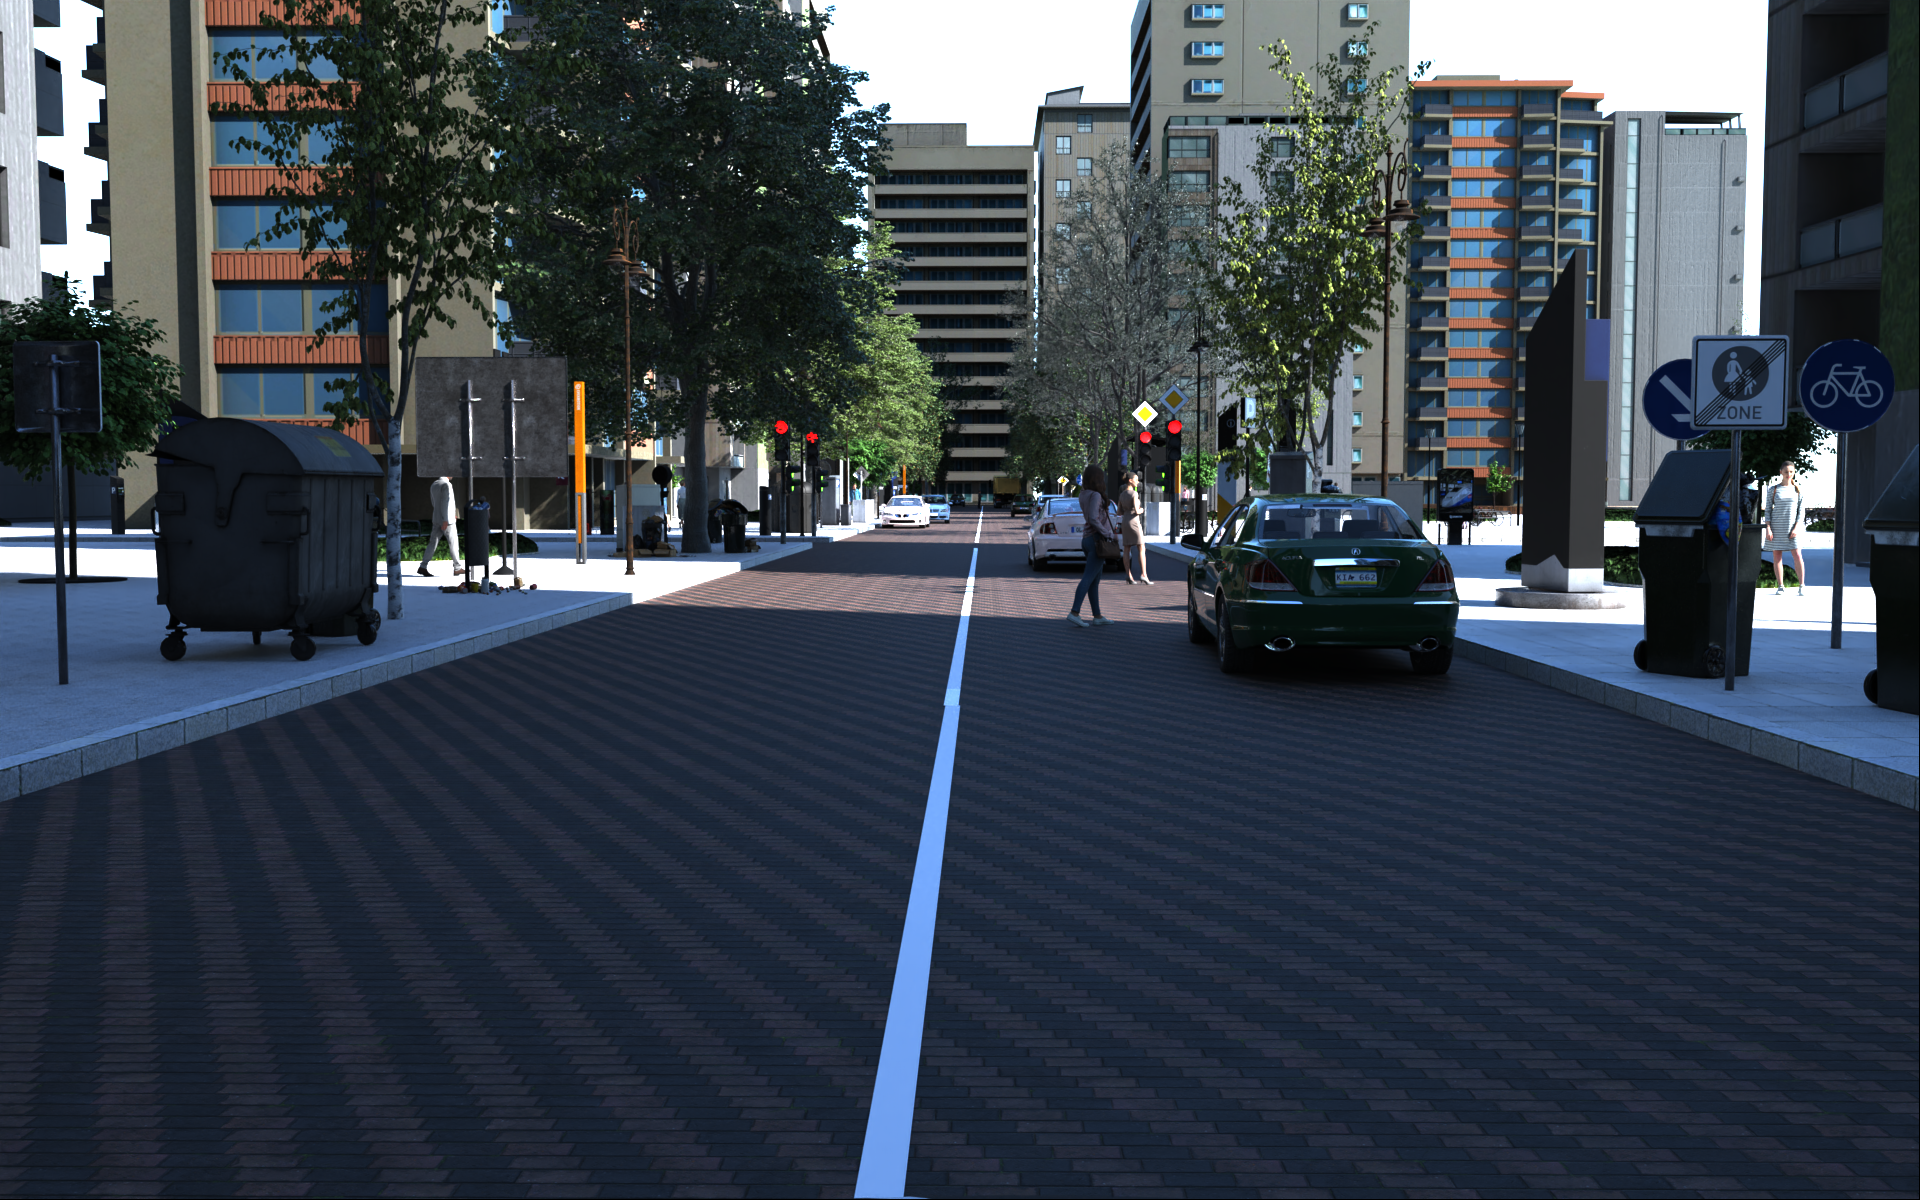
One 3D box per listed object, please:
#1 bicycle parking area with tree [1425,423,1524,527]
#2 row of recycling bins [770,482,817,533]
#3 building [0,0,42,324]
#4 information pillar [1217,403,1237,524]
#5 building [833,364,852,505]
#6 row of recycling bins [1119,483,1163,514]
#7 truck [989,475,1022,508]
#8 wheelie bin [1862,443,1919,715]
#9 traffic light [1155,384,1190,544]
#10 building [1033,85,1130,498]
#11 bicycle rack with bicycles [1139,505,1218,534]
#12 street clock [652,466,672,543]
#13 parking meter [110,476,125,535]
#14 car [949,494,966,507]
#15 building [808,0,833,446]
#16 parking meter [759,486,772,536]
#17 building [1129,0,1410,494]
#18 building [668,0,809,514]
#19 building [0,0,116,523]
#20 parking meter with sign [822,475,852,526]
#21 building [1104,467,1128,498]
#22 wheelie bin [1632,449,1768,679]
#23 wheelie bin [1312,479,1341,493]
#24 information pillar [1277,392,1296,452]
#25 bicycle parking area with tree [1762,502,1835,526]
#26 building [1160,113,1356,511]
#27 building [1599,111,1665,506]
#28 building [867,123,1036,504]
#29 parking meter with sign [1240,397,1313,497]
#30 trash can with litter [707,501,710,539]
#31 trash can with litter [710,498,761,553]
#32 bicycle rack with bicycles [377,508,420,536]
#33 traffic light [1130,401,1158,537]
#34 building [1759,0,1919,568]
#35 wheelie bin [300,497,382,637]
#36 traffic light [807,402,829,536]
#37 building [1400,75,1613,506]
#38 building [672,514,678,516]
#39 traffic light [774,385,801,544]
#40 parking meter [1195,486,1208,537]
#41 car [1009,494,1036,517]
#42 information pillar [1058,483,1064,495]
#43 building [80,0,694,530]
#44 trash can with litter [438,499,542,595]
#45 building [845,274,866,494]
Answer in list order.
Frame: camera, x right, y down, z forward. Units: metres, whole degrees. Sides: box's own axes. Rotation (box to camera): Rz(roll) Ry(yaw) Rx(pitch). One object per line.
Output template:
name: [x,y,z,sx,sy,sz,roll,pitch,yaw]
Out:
bicycle parking area with tree: [21.227,-5.210,72.187,9.016,4.147,8.231,-1,4,-14]
row of recycling bins: [-5.672,-3.121,58.141,1.069,1.692,3.534,-1,4,-21]
building: [-24.996,-15.764,29.435,14.107,30.474,14.160,0,4,1]
information pillar: [6.773,-3.209,43.821,0.504,3.616,0.183,1,4,14]
building: [-26.093,-20.696,183.416,28.899,21.520,27.650,0,4,1]
row of recycling bins: [6.971,-3.613,66.181,1.069,1.692,3.534,2,4,25]
truck: [4.732,-11.035,176.339,3.469,3.379,9.791,0,4,0]
wheelie bin: [5.805,-0.141,10.219,0.693,1.594,0.980,0,4,-5]
traffic light: [5.435,-3.387,44.291,0.839,4.253,0.868,0,4,1]
building: [23.721,-39.326,232.214,27.495,52.752,28.713,0,4,1]
bicycle rack with bicycles: [6.971,-2.656,56.809,2.852,0.926,2.925,-1,4,-17]
street clock: [-7.580,-2.419,44.127,0.471,2.002,0.358,1,4,22]
parking meter: [-26.708,-3.010,54.925,0.399,1.863,0.255,2,4,29]
car: [-0.302,-11.225,193.317,2.009,1.686,4.222,0,4,0]
building: [-22.840,-32.338,152.426,21.300,48.544,21.600,0,4,1]
parking meter: [-6.038,-2.771,53.721,0.372,1.533,0.369,0,3,0]
building: [26.460,-32.354,152.688,21.300,48.544,21.600,0,4,1]
building: [-19.328,-27.572,134.402,14.154,41.232,14.086,0,4,1]
building: [-56.062,-29.628,73.650,27.495,52.752,28.713,0,4,1]
parking meter with sign: [-5.268,-4.531,70.345,1.738,3.016,0.543,1,4,18]
building: [27.233,-52.911,177.771,22.319,86.520,31.000,0,4,1]
wheelie bin: [5.263,-0.273,12.364,0.693,1.594,0.980,-2,4,-26]
wheelie bin: [7.743,-1.775,36.927,0.980,1.594,0.693,-3,5,-40]
information pillar: [7.436,-2.948,39.556,0.504,3.616,0.183,-2,4,-25]
bicycle parking area with tree: [42.295,-5.704,80.255,9.016,4.147,8.231,2,4,29]
building: [22.513,-22.249,135.473,14.160,30.474,14.107,0,4,1]
building: [75.059,-30.844,187.889,14.086,41.232,14.154,0,4,1]
building: [-1.003,-37.045,229.383,21.600,48.544,21.300,0,4,1]
parking meter with sign: [5.927,-2.124,30.989,1.738,3.016,0.543,2,4,30]
trash can with litter: [-6.553,-2.054,44.966,0.624,1.170,1.055,3,4,38]
trash can with litter: [-4.848,-1.623,37.925,0.624,1.170,1.055,2,4,26]
bicycle rack with bicycles: [-15.013,-1.876,44.063,2.852,0.926,2.925,-3,4,-37]
traffic light: [5.548,-3.875,52.275,0.839,4.253,0.868,0,4,1]
building: [21.707,-21.077,28.198,14.154,41.232,14.086,0,4,1]
wheelie bin: [-5.709,-0.481,15.765,0.980,1.594,0.693,1,4,17]
traffic light: [-4.412,-3.883,52.400,0.839,4.253,0.868,0,4,1]
building: [53.527,-32.378,184.006,28.867,44.769,22.147,0,4,1]
building: [-19.585,-25.764,104.832,14.154,41.232,14.086,0,4,1]
traffic light: [-4.525,-3.394,44.416,0.839,4.253,0.868,0,4,1]
parking meter: [7.198,-2.647,51.685,0.372,1.533,0.369,0,3,0]
car: [4.046,-6.039,108.523,2.009,1.686,4.222,0,4,2]
information pillar: [6.412,-6.460,110.117,0.304,2.012,0.304,1,4,10]
building: [-23.530,-25.621,73.527,22.147,44.769,28.867,0,4,1]
trash can with litter: [-6.152,-0.736,23.098,1.678,1.210,2.233,1,4,14]
building: [-19.475,-27.765,225.651,14.107,30.474,14.160,0,4,1]
